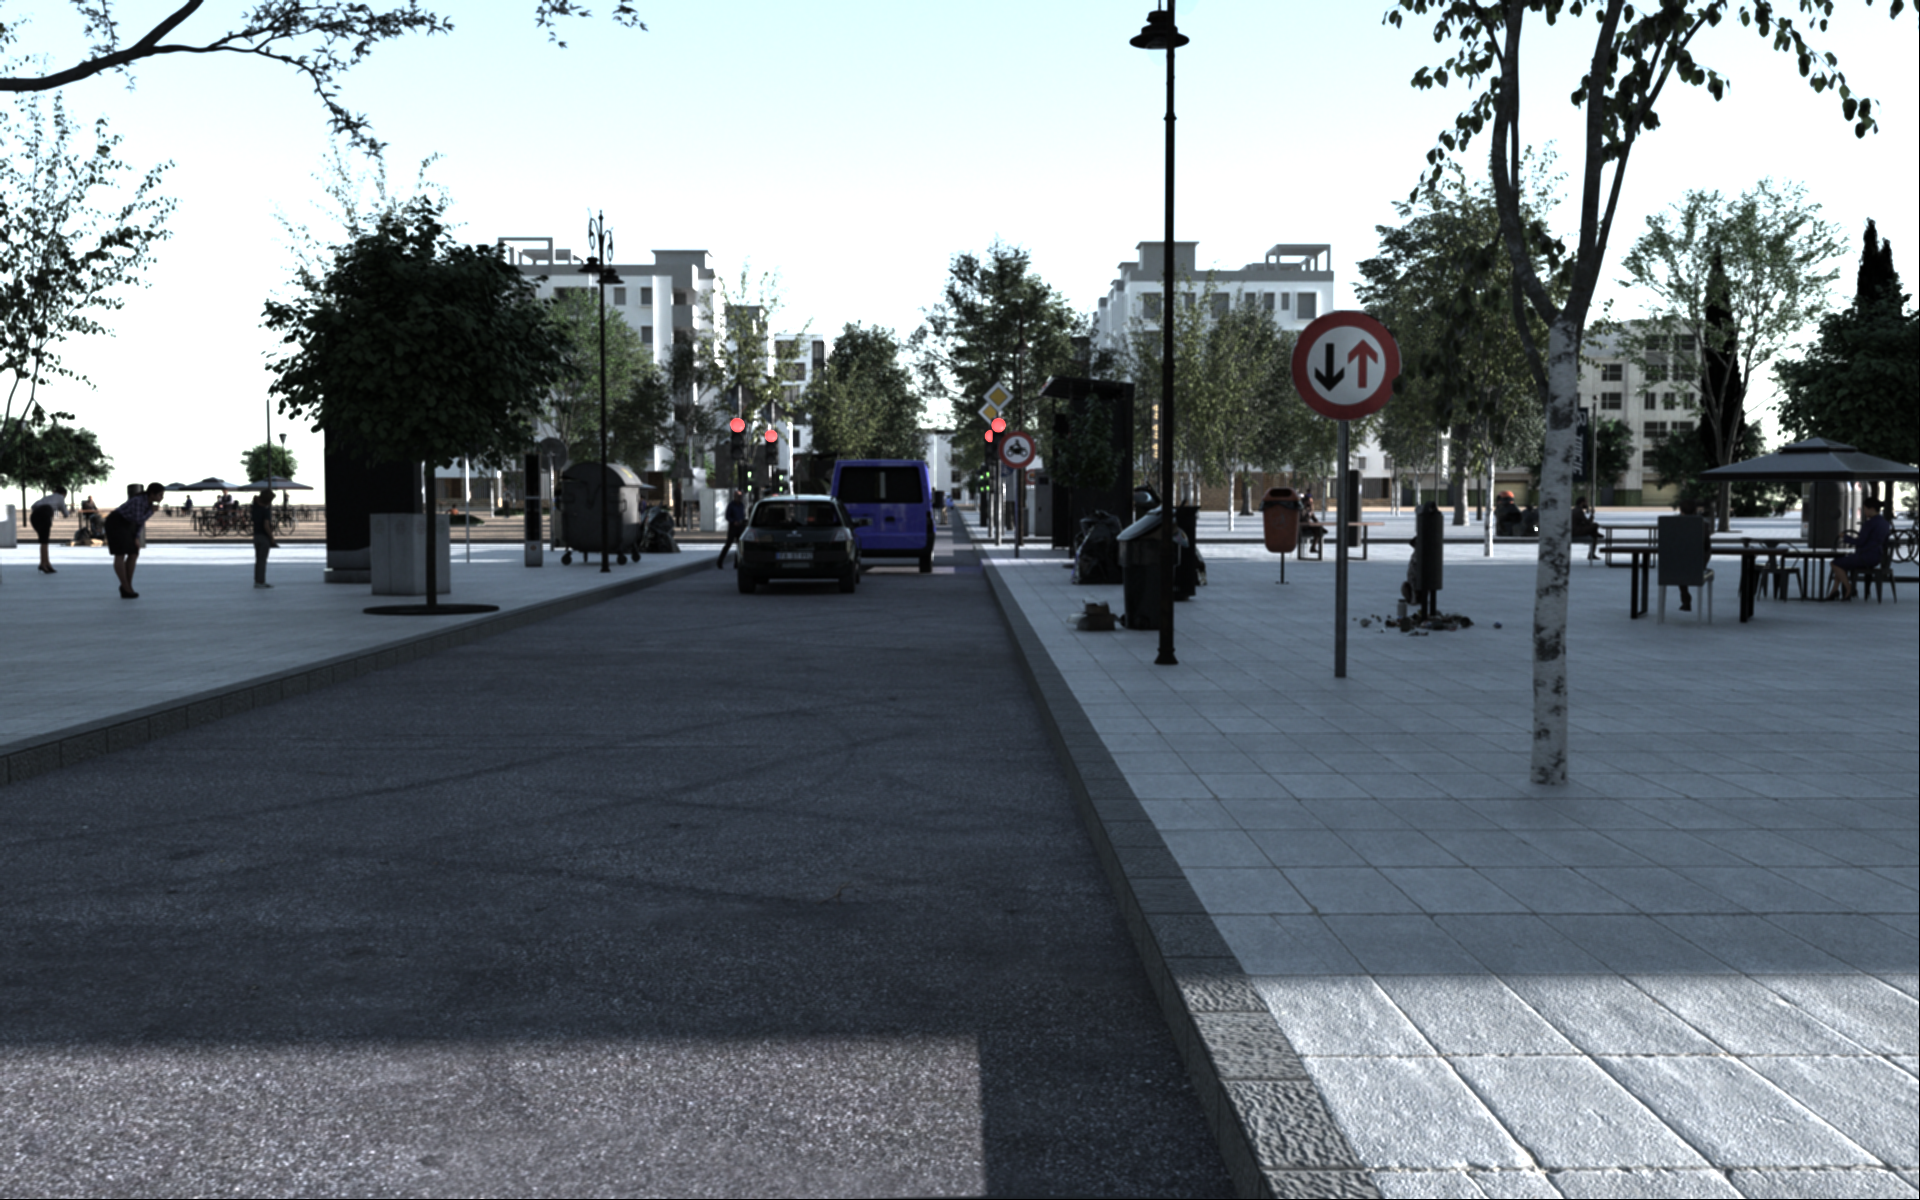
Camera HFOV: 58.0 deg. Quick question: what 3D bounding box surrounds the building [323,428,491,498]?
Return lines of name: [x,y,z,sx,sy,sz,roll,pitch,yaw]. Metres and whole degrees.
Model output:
building: [-66.349,-23.918,235.025,32.646,21.610,27.936,0,4,0]

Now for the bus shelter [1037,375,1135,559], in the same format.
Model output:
bus shelter: [2.652,-2.808,37.190,1.731,3.624,6.357,0,4,0]

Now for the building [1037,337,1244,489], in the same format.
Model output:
building: [27.343,-23.934,235.299,32.646,21.610,27.936,0,4,0]

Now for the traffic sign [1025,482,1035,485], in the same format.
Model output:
traffic sign: [4.230,-6.157,100.671,0.884,2.594,0.081,0,4,4]

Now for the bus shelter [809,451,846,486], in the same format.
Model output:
bus shelter: [-7.471,-6.553,98.424,1.731,3.624,6.357,0,4,0]

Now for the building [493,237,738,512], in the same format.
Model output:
building: [-25.946,-16.854,131.987,16.016,20.091,11.380,0,4,0]

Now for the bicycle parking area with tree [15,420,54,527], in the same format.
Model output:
bicycle parking area with tree: [-38.640,-4.836,66.064,8.231,4.147,9.016,-1,4,-14]

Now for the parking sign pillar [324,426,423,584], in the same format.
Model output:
parking sign pillar: [-8.605,-2.258,25.396,1.447,3.967,1.447,0,4,-1]

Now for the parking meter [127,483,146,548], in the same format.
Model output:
parking meter: [-19.546,-1.999,41.095,0.372,1.533,0.369,0,3,0]

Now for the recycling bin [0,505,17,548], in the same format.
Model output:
recycling bin: [-22.836,-1.746,41.103,0.722,1.027,0.722,-2,4,-33]

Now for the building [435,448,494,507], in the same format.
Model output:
building: [-52.610,-20.005,183.496,11.380,20.091,16.016,0,4,0]

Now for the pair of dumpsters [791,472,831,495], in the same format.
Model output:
pair of dumpsters: [-6.293,-4.346,73.547,1.574,2.255,4.437,0,4,0]

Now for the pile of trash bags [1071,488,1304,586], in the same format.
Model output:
pile of trash bags: [3.214,-0.932,24.995,3.447,1.369,1.912,1,4,16]

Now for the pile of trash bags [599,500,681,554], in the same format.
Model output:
pile of trash bags: [-7.451,-1.770,38.696,1.912,1.369,3.447,-1,4,-21]

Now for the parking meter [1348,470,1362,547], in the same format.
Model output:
parking meter: [9.587,-2.222,42.041,0.255,1.863,0.399,2,4,26]

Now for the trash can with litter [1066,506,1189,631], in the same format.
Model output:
trash can with litter: [1.581,-0.304,16.362,1.055,1.170,0.624,-1,4,-17]

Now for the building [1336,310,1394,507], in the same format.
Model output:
building: [38.704,-20.025,183.831,11.380,20.091,16.016,0,4,0]

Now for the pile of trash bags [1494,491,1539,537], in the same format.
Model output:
pile of trash bags: [17.187,-2.633,52.796,1.912,1.369,3.447,0,4,-7]

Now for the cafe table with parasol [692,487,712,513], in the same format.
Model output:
cafe table with parasol: [-18.075,-7.073,120.516,2.610,1.966,2.610,-1,4,-20]

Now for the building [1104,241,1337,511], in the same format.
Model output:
building: [19.963,-17.058,135.321,16.016,20.091,11.380,0,4,0]

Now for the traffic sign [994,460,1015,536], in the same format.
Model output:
traffic sign: [1.324,-3.231,52.926,0.768,2.556,0.104,0,4,8]

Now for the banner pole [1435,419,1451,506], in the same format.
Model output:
banner pole: [14.774,-3.859,53.113,0.863,3.779,0.401,-2,4,-34]

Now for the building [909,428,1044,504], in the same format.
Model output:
building: [-3.189,-17.328,225.462,28.070,9.664,9.099,0,4,0]

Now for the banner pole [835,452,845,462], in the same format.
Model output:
banner pole: [-7.030,-6.854,102.084,0.863,3.779,0.401,-2,4,-30]

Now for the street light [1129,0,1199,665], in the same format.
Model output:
street light: [1.560,-2.455,12.926,0.468,5.910,1.993,0,4,0]

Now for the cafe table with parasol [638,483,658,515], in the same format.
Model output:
cafe table with parasol: [-13.265,-3.906,68.727,2.610,1.966,2.610,-1,4,-19]

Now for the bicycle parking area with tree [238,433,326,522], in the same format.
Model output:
bicycle parking area with tree: [-30.557,-5.943,84.175,8.231,4.147,9.016,-3,5,-40]

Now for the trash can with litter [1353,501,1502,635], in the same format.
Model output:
trash can with litter: [4.368,-0.348,16.754,1.678,1.210,2.233,2,4,24]

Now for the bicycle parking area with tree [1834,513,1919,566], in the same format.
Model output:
bicycle parking area with tree: [20.873,-2.614,29.745,9.016,4.147,8.231,0,4,-3]

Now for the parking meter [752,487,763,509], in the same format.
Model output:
parking meter: [-7.295,-3.300,62.373,0.372,1.533,0.369,0,3,0]

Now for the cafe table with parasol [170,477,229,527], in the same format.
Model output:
cafe table with parasol: [-29.386,-3.874,68.206,2.610,1.966,2.610,-2,4,-32]

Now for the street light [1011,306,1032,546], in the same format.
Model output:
street light: [1.504,-4.279,42.750,0.468,5.910,1.993,0,4,0]

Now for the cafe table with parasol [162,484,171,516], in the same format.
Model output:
cafe table with parasol: [-44.318,-5.701,98.070,2.610,1.966,2.610,-1,4,-20]

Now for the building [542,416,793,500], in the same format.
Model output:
building: [-32.431,-14.974,186.975,28.070,9.664,9.099,0,4,0]

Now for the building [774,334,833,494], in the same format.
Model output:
building: [-33.599,-23.887,234.529,32.646,21.610,27.936,0,4,0]

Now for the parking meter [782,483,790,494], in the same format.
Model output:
parking meter: [-7.950,-4.463,78.683,0.399,1.863,0.255,-2,4,-29]

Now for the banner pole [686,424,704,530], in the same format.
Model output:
banner pole: [-9.475,-4.411,62.131,0.863,3.779,0.401,2,4,33]

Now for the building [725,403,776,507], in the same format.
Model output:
building: [-22.396,-12.836,152.014,9.099,9.664,28.070,0,4,0]

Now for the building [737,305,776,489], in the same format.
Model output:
building: [-26.279,-19.270,171.487,16.016,20.091,11.380,0,4,0]

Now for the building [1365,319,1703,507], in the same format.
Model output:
building: [60.140,-19.384,183.390,31.486,18.905,16.747,0,4,0]

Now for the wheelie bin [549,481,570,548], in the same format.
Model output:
wheelie bin: [-9.360,-2.060,41.594,0.693,1.594,0.980,3,5,43]

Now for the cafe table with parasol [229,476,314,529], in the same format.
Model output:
cafe table with parasol: [-25.531,-3.658,64.666,2.610,1.966,2.610,-1,4,-12]

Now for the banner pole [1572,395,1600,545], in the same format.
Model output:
banner pole: [15.842,-3.299,43.956,0.863,3.779,0.401,1,4,8]

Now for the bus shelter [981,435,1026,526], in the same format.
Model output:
bus shelter: [1.807,-4.940,72.051,1.731,3.624,6.357,0,4,0]

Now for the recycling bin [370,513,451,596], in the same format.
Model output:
recycling bin: [-7.039,-0.590,22.197,0.722,1.027,0.722,2,4,26]

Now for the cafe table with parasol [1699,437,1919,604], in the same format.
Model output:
cafe table with parasol: [10.332,-0.982,20.922,2.610,1.966,2.610,1,4,23]

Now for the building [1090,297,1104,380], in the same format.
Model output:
building: [19.595,-17.753,146.678,16.016,20.091,11.380,0,4,0]

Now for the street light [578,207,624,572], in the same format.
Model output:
street light: [-5.830,-3.395,28.290,0.468,5.910,1.993,0,4,0]

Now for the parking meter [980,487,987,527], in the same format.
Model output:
parking meter: [0.925,-3.792,67.708,0.255,1.863,0.399,0,4,-5]
